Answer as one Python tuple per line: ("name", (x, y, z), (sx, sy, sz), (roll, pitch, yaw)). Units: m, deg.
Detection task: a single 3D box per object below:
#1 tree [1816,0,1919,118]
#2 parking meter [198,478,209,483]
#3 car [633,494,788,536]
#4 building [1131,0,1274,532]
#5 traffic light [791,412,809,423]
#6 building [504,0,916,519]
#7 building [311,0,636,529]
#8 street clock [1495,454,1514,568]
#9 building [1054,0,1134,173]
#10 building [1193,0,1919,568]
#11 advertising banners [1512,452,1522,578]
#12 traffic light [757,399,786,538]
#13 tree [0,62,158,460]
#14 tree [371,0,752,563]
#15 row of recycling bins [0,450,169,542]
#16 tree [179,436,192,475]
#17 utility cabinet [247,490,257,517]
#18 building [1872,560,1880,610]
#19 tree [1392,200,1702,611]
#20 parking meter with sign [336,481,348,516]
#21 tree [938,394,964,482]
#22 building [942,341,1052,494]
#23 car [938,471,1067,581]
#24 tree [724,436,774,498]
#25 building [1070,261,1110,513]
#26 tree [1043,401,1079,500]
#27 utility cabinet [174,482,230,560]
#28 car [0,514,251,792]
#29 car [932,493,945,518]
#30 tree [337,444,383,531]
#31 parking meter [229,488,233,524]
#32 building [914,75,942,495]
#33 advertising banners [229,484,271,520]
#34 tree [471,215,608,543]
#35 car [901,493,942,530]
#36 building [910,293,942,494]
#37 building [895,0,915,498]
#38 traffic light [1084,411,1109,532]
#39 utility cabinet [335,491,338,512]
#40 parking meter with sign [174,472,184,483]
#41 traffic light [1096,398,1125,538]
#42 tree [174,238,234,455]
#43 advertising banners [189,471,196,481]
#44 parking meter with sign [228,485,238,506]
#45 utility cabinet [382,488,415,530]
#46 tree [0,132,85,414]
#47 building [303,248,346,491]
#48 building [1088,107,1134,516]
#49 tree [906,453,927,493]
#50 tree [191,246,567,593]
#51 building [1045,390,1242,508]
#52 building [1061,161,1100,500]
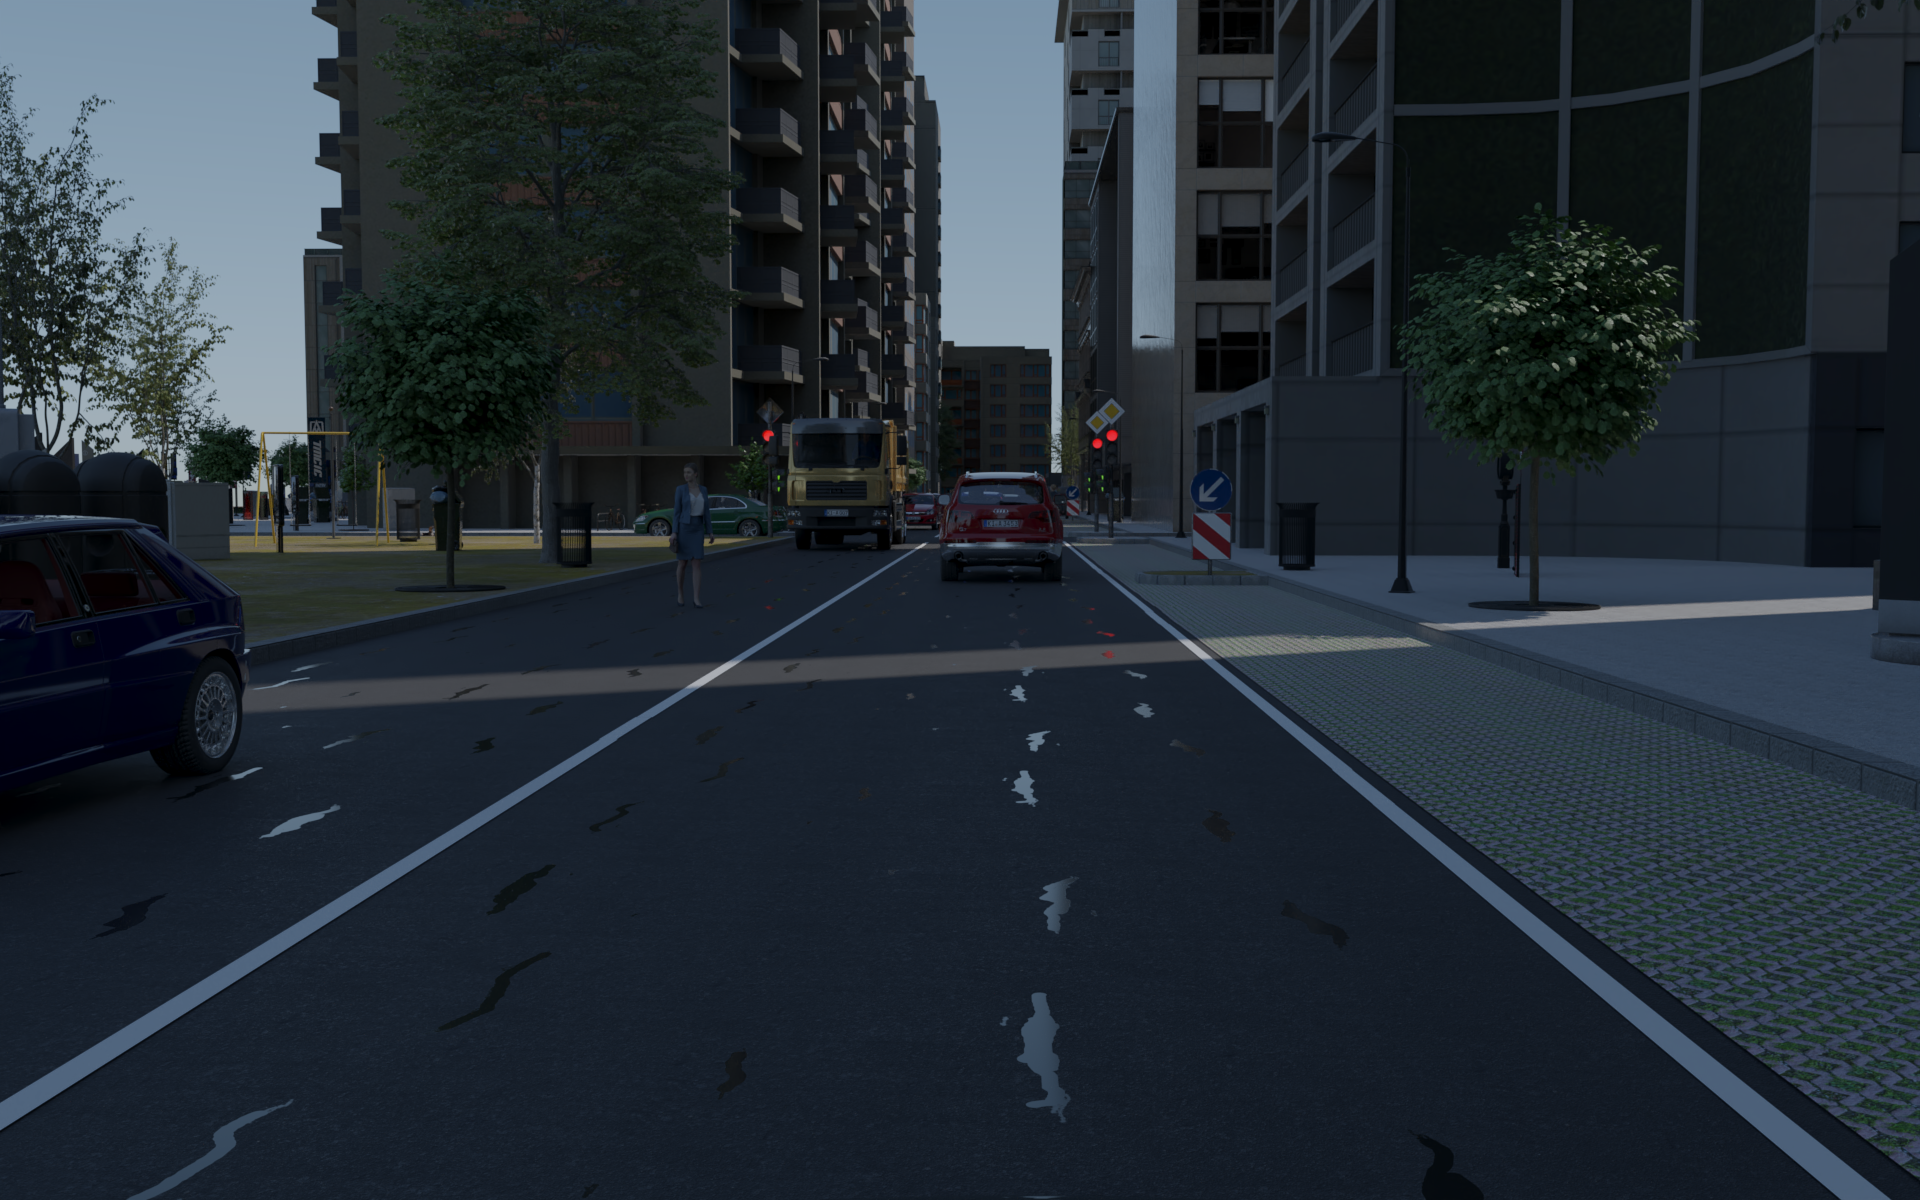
("tree", (6.130, -3.533, 8.133), (4.360, 8.622, 3.978), (0, 3, 0))
("parking meter", (-28.118, -3.595, 64.494), (0.399, 1.863, 0.255), (-1, 4, -15))
("car", (-7.822, -2.608, 54.434), (4.920, 1.459, 2.131), (0, 4, 3))
("building", (24.391, -16.023, 66.495), (34.151, 26.468, 19.350), (0, 4, 1))
("traffic light", (-5.348, -4.276, 58.830), (0.839, 4.253, 0.868), (0, 4, 1))
("building", (-14.334, -28.032, 112.943), (22.147, 44.769, 28.867), (0, 4, 1))
("building", (-15.074, -25.738, 75.437), (22.147, 44.769, 28.867), (0, 4, 1))
("street clock", (9.400, -1.549, 29.896), (0.358, 2.002, 0.471), (1, 4, 10))
("building", (24.126, -35.726, 173.363), (28.713, 52.752, 27.495), (0, 4, 1))
("building", (16.786, -36.696, 38.230), (20.563, 71.187, 20.611), (0, 4, 1))
("advertising banners", (8.678, -1.877, 26.880), (0.090, 3.025, 2.074), (1, 4, 16))
("traffic light", (-5.557, -3.788, 50.847), (0.839, 4.253, 0.868), (0, 4, 1))
("tree", (-15.599, -4.836, 29.431), (4.360, 8.622, 3.978), (0, 3, 0))
("tree", (-7.391, -6.986, 32.353), (7.486, 12.596, 7.792), (0, 3, 0))
("row of recycling bins", (-8.988, -0.540, 15.943), (1.069, 1.692, 3.534), (2, 4, 34))
("tree", (-29.638, -5.271, 69.900), (4.285, 4.588, 4.351), (0, 3, 0))
("utility cabinet", (-39.498, -5.373, 96.524), (0.318, 1.500, 1.173), (0, 4, 0))
("building", (19.454, -28.391, 6.186), (21.231, 58.520, 28.212), (0, 4, 1))
("tree", (6.587, -2.189, 19.509), (4.285, 4.588, 4.351), (0, 3, 0))
("parking meter with sign", (-36.039, -6.424, 101.286), (0.543, 3.016, 1.738), (-3, 5, -42))
("tree", (-3.273, -16.238, 183.618), (7.486, 12.596, 7.792), (0, 3, 0))
("building", (-2.558, -23.633, 231.430), (28.899, 21.520, 27.650), (0, 4, 1))
("car", (0.726, -1.308, 30.062), (2.281, 1.827, 5.304), (0, 4, 2))
("tree", (-6.887, -3.865, 57.802), (1.663, 3.219, 1.824), (0, 3, 0))
("building", (13.503, -15.861, 123.951), (10.561, 19.102, 19.286), (0, 4, 1))
("tree", (9.811, -11.710, 141.823), (4.737, 8.622, 4.395), (0, 3, 0))
("utility cabinet", (-14.788, -1.523, 33.587), (0.318, 1.500, 1.173), (2, 4, 32))
("car", (-4.729, 0.303, 7.632), (1.945, 1.354, 3.894), (0, 4, 3))
("car", (-1.815, -5.806, 103.965), (2.155, 1.783, 4.494), (0, 4, 1))
("tree", (-21.172, -4.015, 60.239), (1.663, 3.219, 1.824), (0, 3, 0))
("parking meter", (-31.529, -4.050, 74.626), (0.372, 1.533, 0.369), (0, 3, 0))
("building", (-13.083, -35.148, 198.371), (21.600, 48.544, 21.300), (0, 4, 1))
("advertising banners", (-35.146, -5.462, 85.499), (2.074, 3.025, 0.090), (0, 4, -3))
("tree", (-11.100, -5.790, 45.029), (4.360, 8.622, 3.978), (0, 3, 0))
("car", (-1.713, -3.754, 70.423), (2.155, 1.783, 4.494), (0, 4, 3))
("building", (-16.348, -19.497, 163.808), (27.650, 21.520, 28.899), (0, 4, 1))
("building", (-11.002, -30.037, 141.222), (14.600, 45.320, 14.200), (0, 4, 1))
("traffic light", (4.610, -4.261, 58.586), (0.839, 4.253, 0.868), (0, 4, 1))
("utility cabinet", (-39.768, -6.297, 111.627), (1.173, 1.500, 0.318), (1, 4, 8))
("parking meter with sign", (-50.500, -7.140, 112.998), (1.738, 3.016, 0.543), (1, 4, 12))
("traffic light", (4.401, -3.773, 50.604), (0.839, 4.253, 0.868), (0, 4, 1))
("tree", (-22.786, -6.017, 48.746), (4.737, 8.622, 4.395), (0, 3, 0))
("advertising banners", (-47.846, -6.947, 109.778), (2.074, 3.025, 0.090), (-1, 4, -10))
("parking meter with sign", (-50.239, -7.456, 118.170), (1.738, 3.016, 0.543), (-1, 4, -18))
("utility cabinet", (-19.640, -3.180, 60.674), (0.318, 1.500, 1.173), (2, 4, 32))
("tree", (-19.691, -5.235, 35.957), (4.737, 8.622, 4.395), (0, 3, 0))
("building", (-67.740, -26.471, 204.507), (14.107, 30.474, 14.160), (0, 4, 1))
("building", (15.151, -17.128, 99.104), (14.314, 24.678, 30.058), (0, 4, 1))
("tree", (-4.182, -9.115, 132.742), (4.285, 4.588, 4.351), (0, 3, 0))
("tree", (-6.868, -2.406, 23.050), (4.285, 4.588, 4.351), (0, 3, 0))
("building", (20.335, -46.461, 197.894), (20.563, 71.187, 20.611), (0, 4, 1))
("building", (15.930, -23.307, 152.778), (14.160, 30.474, 14.107), (0, 4, 1))
